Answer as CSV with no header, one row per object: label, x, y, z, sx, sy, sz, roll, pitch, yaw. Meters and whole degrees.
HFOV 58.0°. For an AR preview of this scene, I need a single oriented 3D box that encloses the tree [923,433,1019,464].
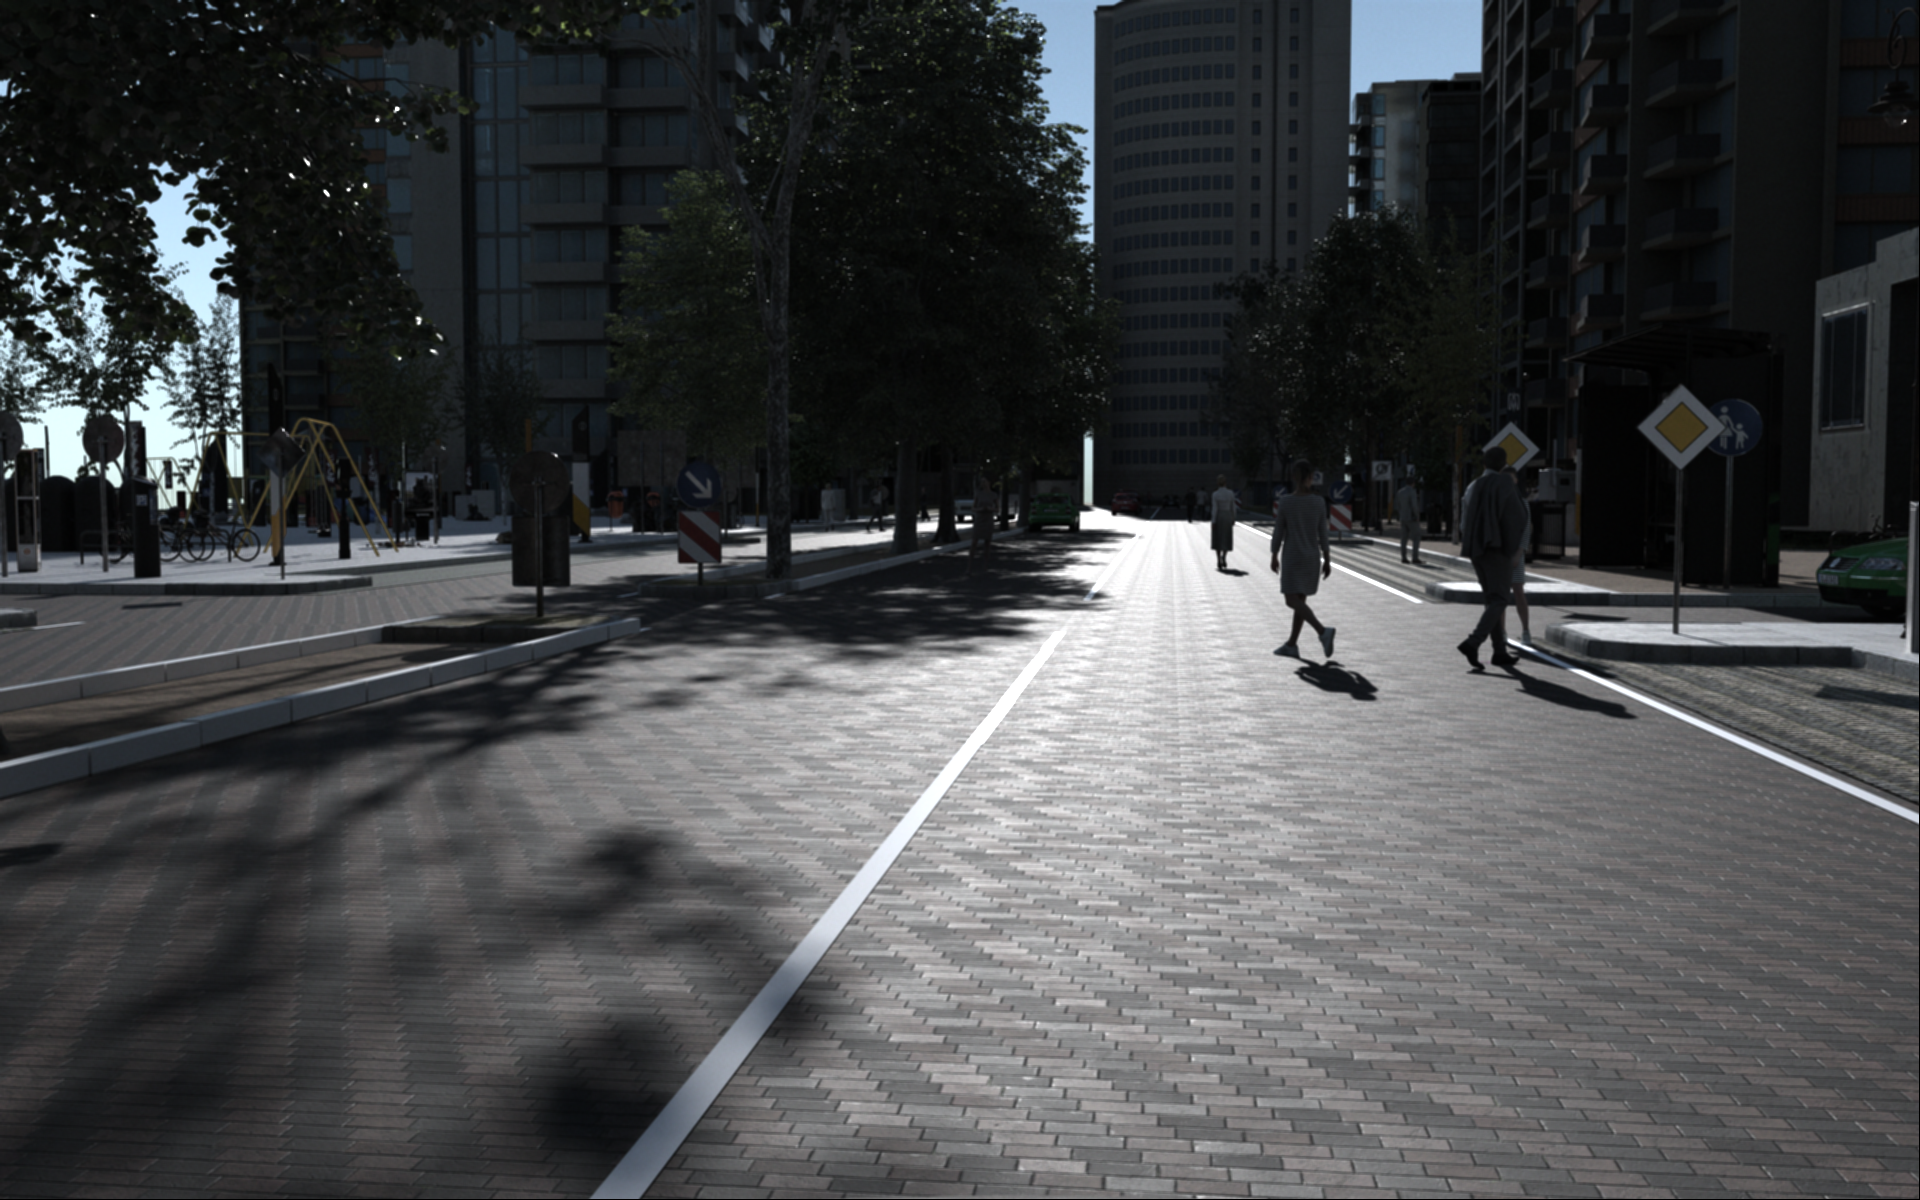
tree,1.920,-14.218,142.839,12.009,13.543,11.850,0,3,0

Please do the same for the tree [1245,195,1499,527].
tree,15.942,-9.177,67.060,9.611,12.733,9.660,0,3,0

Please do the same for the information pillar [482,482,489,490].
information pillar,-28.020,-5.985,102.345,0.304,2.012,0.304,3,5,39

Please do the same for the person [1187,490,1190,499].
person,21.170,-9.277,160.199,0.705,1.821,1.348,2,4,28

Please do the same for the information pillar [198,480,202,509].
information pillar,-39.538,-5.257,90.440,0.304,2.012,0.304,0,4,6

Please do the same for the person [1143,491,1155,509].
person,18.358,-9.736,168.408,1.217,1.743,0.721,0,4,-2

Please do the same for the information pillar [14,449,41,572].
information pillar,-15.362,-1.471,28.537,0.304,2.012,0.304,-1,4,-17

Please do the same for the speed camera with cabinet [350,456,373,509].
speed camera with cabinet,-31.067,-5.844,89.884,0.660,3.252,2.038,0,4,-1

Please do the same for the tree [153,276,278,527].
tree,-25.524,-6.648,59.061,4.360,8.622,3.978,0,3,0

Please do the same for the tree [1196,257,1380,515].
tree,18.154,-10.912,88.774,12.009,13.543,11.850,0,3,0

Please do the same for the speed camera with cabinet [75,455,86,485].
speed camera with cabinet,-45.404,-5.753,88.395,2.038,3.252,0.660,0,4,-4

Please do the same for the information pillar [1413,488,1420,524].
information pillar,19.140,-4.180,72.829,0.304,2.012,0.304,-1,4,-9

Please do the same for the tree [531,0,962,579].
tree,-4.175,-10.482,29.731,12.611,20.169,13.585,0,3,0

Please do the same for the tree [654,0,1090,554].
tree,-1.321,-8.065,40.970,9.857,13.997,8.962,0,3,0

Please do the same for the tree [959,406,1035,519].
tree,0.565,-6.470,58.603,4.737,8.622,4.395,0,3,0

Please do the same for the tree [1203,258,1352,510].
tree,25.453,-17.197,137.055,12.611,20.169,13.585,0,3,0

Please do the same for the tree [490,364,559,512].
tree,-24.785,-9.003,97.565,4.737,8.622,4.395,0,3,0

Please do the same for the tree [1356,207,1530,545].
tree,12.390,-5.703,43.602,4.737,8.622,4.395,0,3,0

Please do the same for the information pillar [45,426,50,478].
information pillar,-31.155,-4.147,59.160,0.183,3.616,0.504,-2,4,-30

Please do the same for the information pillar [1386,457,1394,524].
information pillar,18.241,-5.015,73.346,0.183,3.616,0.504,2,4,28

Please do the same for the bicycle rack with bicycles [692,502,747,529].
bicycle rack with bicycles,-9.747,-3.065,63.494,2.925,0.926,2.852,3,4,36

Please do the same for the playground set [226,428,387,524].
playground set,-28.460,-5.404,75.141,5.637,4.214,5.302,1,4,18

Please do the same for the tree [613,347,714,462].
tree,-15.120,-8.211,84.612,4.360,8.622,3.978,0,3,0

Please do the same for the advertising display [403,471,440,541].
advertising display,-14.908,-2.614,47.960,0.974,1.923,0.123,-2,4,-34

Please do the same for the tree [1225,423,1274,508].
tree,26.723,-12.789,159.462,4.737,8.622,4.395,0,3,0

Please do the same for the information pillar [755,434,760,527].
information pillar,-7.926,-4.671,67.727,0.183,3.616,0.504,0,4,-5

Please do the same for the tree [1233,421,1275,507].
tree,28.266,-13.275,167.403,4.360,8.622,3.978,0,3,0

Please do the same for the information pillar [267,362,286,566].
information pillar,-12.264,-2.431,31.097,0.183,3.616,0.504,0,4,0

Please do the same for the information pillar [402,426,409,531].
information pillar,-19.093,-4.174,59.600,0.183,3.616,0.504,-2,4,-24

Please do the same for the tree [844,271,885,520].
tree,-5.309,-10.258,85.840,7.486,12.596,7.792,0,3,0

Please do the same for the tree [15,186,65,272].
tree,-19.416,-5.048,32.904,4.360,8.622,3.978,0,3,0

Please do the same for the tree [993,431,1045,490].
tree,3.161,-7.983,83.341,4.360,8.622,3.978,0,3,0

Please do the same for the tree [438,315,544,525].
tree,-18.722,-7.335,70.294,4.360,8.622,3.978,0,3,0

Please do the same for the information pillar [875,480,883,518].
information pillar,-4.382,-5.458,93.738,0.304,2.012,0.304,1,4,20

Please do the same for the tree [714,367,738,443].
tree,-13.964,-8.830,94.726,4.360,8.622,3.978,0,3,0

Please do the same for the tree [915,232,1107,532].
tree,1.783,-8.417,65.836,9.928,11.665,9.643,0,3,0

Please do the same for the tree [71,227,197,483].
tree,-22.720,-5.876,46.441,4.737,8.622,4.395,0,3,0

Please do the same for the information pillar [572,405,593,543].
information pillar,-9.968,-3.319,45.627,0.504,3.616,0.183,1,4,19

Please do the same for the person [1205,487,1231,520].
person,14.113,-5.214,93.971,1.509,1.804,0.699,1,4,14

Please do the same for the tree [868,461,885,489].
tree,-4.281,-8.966,96.958,4.360,8.622,3.978,0,3,0

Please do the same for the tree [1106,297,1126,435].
tree,2.810,-10.206,75.973,9.857,13.997,8.962,0,3,0

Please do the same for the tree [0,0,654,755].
tree,-5.546,-6.110,9.010,9.857,13.997,8.962,0,3,0

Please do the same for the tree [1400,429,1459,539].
tree,13.887,-3.409,50.344,1.663,3.219,1.824,0,3,0

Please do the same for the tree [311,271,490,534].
tree,-18.316,-6.395,54.923,4.737,8.622,4.395,0,3,0

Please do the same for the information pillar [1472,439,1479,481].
information pillar,21.817,-5.016,73.361,0.183,3.616,0.504,-1,4,-10

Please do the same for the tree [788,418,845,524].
tree,-6.607,-5.555,74.540,4.285,4.588,4.351,0,3,0

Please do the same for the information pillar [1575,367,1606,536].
information pillar,11.574,-2.471,31.759,0.504,3.616,0.183,1,4,11

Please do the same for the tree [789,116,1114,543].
tree,-0.374,-8.032,50.781,9.611,12.733,9.660,0,3,0

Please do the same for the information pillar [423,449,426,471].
information pillar,-28.198,-6.108,91.221,0.183,3.616,0.504,-1,4,-9

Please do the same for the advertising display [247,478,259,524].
advertising display,-29.145,-4.050,71.437,0.123,1.923,0.974,0,4,0

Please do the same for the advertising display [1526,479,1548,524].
advertising display,24.576,-4.199,73.859,0.974,1.923,0.123,3,4,37

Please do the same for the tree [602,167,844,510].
tree,-8.889,-8.750,61.188,7.486,12.596,7.792,0,3,0

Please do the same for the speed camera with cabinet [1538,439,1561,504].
speed camera with cabinet,22.096,-4.205,63.093,2.038,3.252,0.660,-1,4,-19
